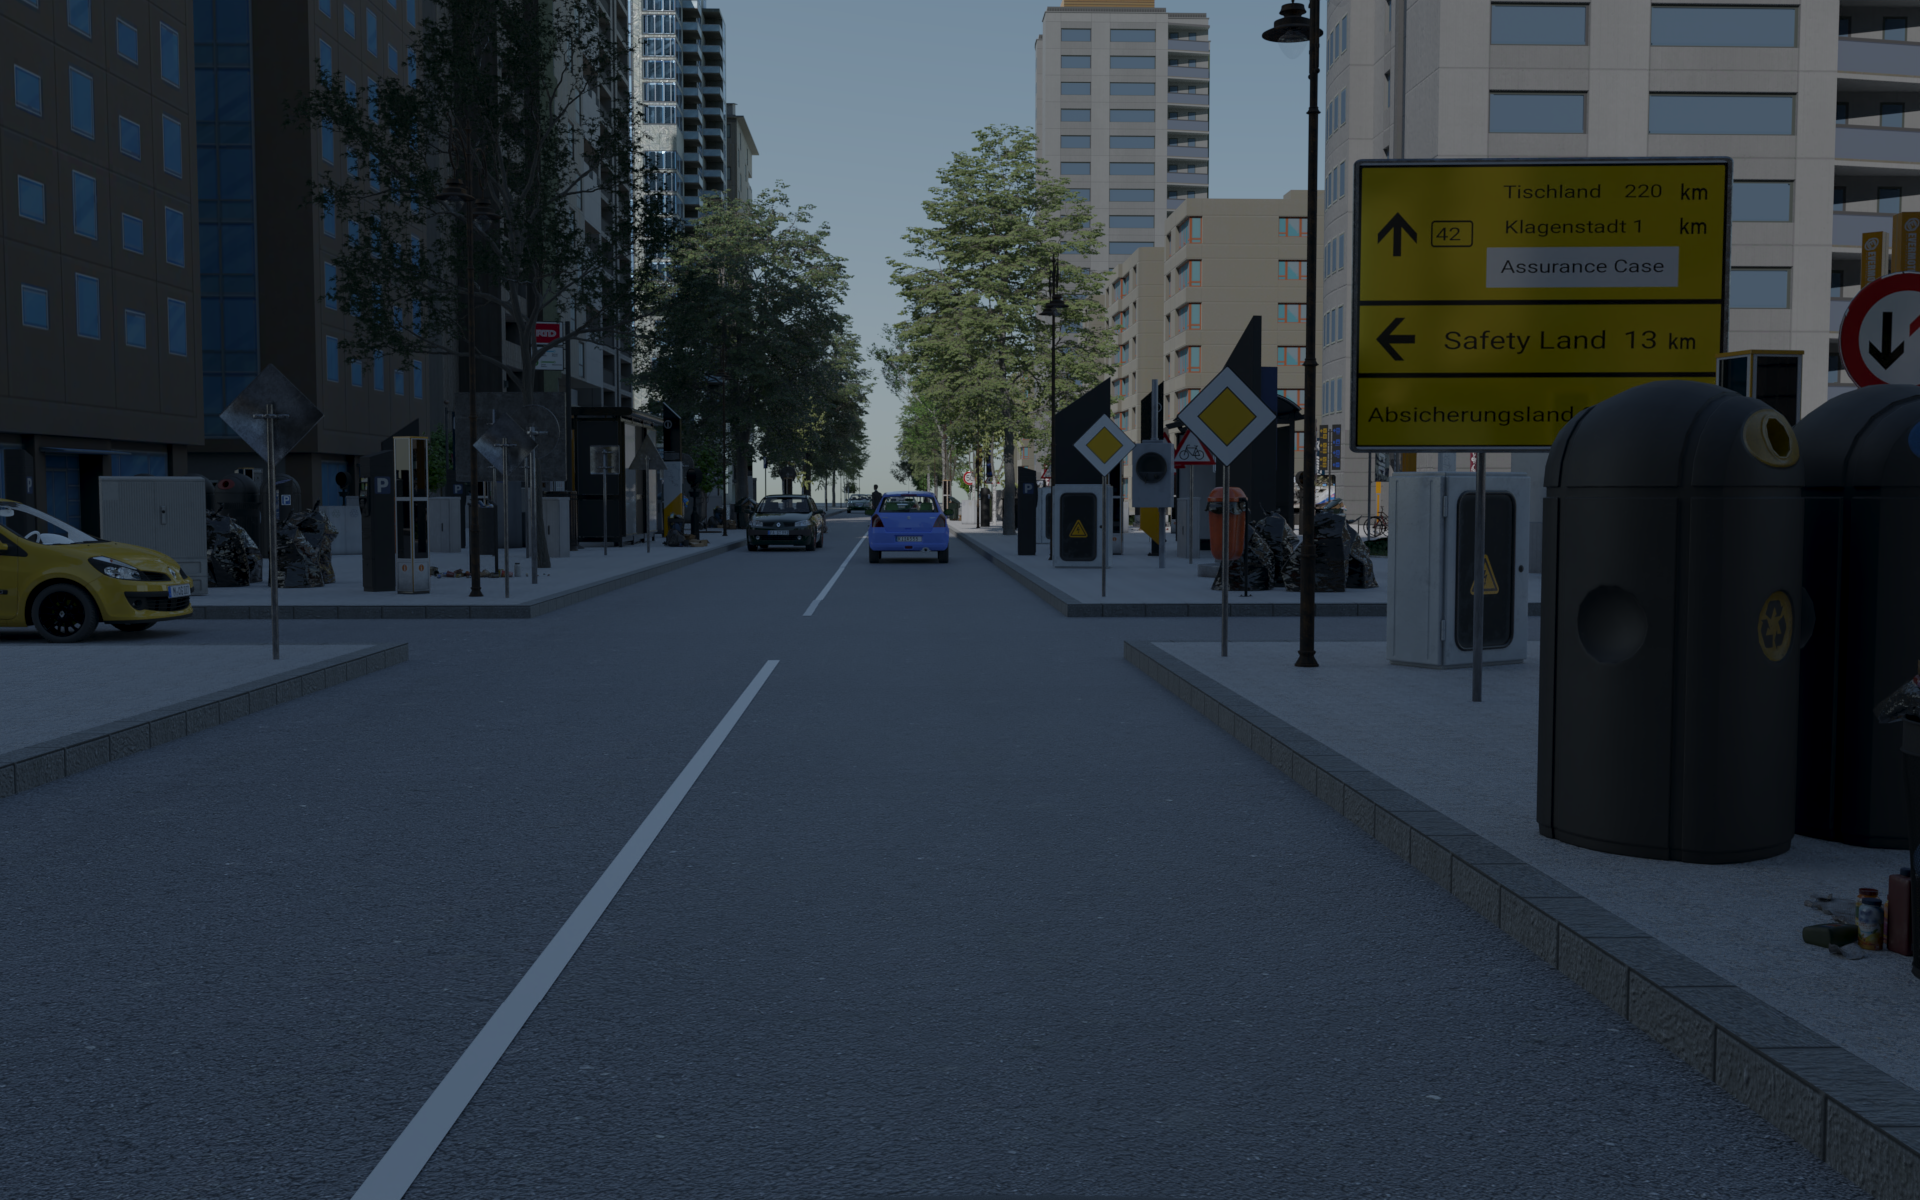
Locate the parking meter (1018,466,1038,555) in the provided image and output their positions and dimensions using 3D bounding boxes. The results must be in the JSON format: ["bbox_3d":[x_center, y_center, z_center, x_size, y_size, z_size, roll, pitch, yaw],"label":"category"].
[{"bbox_3d":[1.418,-1.868,36.253,0.399,1.863,0.255,-1,4,-8],"label":"parking meter"}]

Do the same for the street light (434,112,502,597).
[{"bbox_3d":[-6.058,-2.980,21.506,0.468,5.910,1.993,0,4,-2],"label":"street light"}]

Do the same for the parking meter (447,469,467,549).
[{"bbox_3d":[-11.855,-2.146,40.806,0.399,1.863,0.255,-3,4,-37],"label":"parking meter"}]

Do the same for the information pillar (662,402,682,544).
[{"bbox_3d":[-7.362,-3.238,44.298,0.504,3.616,0.183,1,4,16],"label":"information pillar"}]

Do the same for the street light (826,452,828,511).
[{"bbox_3d":[-9.979,-9.587,129.541,0.468,5.910,1.993,0,4,-2],"label":"street light"}]

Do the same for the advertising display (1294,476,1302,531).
[{"bbox_3d":[11.541,-3.389,60.625,0.123,1.923,0.974,-3,5,-44],"label":"advertising display"}]

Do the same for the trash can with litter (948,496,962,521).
[{"bbox_3d":[-0.063,-4.372,82.869,1.055,1.170,0.624,2,4,32],"label":"trash can with litter"}]

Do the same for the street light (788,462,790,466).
[{"bbox_3d":[-8.370,-6.850,84.793,0.468,5.910,1.993,0,4,-2],"label":"street light"}]

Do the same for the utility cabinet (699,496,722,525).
[{"bbox_3d":[-10.089,-3.586,69.792,1.020,1.237,0.306,0,4,-6],"label":"utility cabinet"}]

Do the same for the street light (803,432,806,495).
[{"bbox_3d":[-8.818,-7.659,98.014,0.468,5.910,1.993,0,4,-2],"label":"street light"}]

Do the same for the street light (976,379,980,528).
[{"bbox_3d":[0.677,-5.621,64.693,0.468,5.910,1.993,0,4,-2],"label":"street light"}]

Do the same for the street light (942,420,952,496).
[{"bbox_3d":[-0.943,-8.400,110.121,0.468,5.910,1.993,0,4,-2],"label":"street light"}]

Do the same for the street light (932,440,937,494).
[{"bbox_3d":[-2.055,-10.309,141.341,0.468,5.910,1.993,0,4,-2],"label":"street light"}]

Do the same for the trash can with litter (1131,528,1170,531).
[{"bbox_3d":[6.894,-3.066,61.191,1.678,1.210,2.233,1,4,21],"label":"trash can with litter"}]

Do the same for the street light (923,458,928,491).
[{"bbox_3d":[-4.055,-13.459,192.839,0.468,5.910,1.993,0,4,-2],"label":"street light"}]

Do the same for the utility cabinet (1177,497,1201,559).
[{"bbox_3d":[4.593,-1.451,34.884,0.306,1.237,1.020,0,4,-3],"label":"utility cabinet"}]

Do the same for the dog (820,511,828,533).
[{"bbox_3d":[-5.121,-2.860,63.595,0.513,0.831,0.800,2,4,30],"label":"dog"}]

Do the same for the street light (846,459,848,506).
[{"bbox_3d":[-11.862,-12.743,181.138,0.468,5.910,1.993,0,4,-2],"label":"street light"}]

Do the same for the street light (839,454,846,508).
[{"bbox_3d":[-11.063,-11.505,160.893,0.468,5.910,1.993,0,4,-2],"label":"street light"}]

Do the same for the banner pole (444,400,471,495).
[{"bbox_3d":[-13.424,-3.429,46.077,0.863,3.779,0.401,1,4,12],"label":"banner pole"}]

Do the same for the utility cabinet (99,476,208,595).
[{"bbox_3d":[-10.060,-0.791,21.620,1.173,1.500,0.318,-2,4,-32],"label":"utility cabinet"}]

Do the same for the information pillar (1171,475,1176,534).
[{"bbox_3d":[7.030,-3.164,56.223,0.304,2.012,0.304,2,4,26],"label":"information pillar"}]

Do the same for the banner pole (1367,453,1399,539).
[{"bbox_3d":[10.496,-3.277,43.597,0.863,3.779,0.401,-2,4,-27],"label":"banner pole"}]

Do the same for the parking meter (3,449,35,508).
[{"bbox_3d":[-12.320,-1.040,22.713,0.255,1.863,0.399,-1,4,-11],"label":"parking meter"}]

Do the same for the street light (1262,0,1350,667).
[{"bbox_3d":[2.583,-2.443,12.724,0.468,5.910,1.993,0,4,-2],"label":"street light"}]

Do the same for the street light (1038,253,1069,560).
[{"bbox_3d":[1.803,-3.712,33.474,0.468,5.910,1.993,0,4,-2],"label":"street light"}]

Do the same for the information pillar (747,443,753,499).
[{"bbox_3d":[-9.632,-5.341,78.674,0.504,3.616,0.183,0,4,-5],"label":"information pillar"}]

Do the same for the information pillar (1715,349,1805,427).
[{"bbox_3d":[4.123,-0.276,8.997,0.304,2.012,0.304,-1,4,-11],"label":"information pillar"}]

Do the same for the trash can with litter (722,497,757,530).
[{"bbox_3d":[-8.030,-3.133,62.618,0.624,1.170,1.055,3,5,44],"label":"trash can with litter"}]

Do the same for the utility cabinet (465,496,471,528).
[{"bbox_3d":[-18.720,-3.298,65.086,1.020,1.237,0.306,-2,4,-24],"label":"utility cabinet"}]

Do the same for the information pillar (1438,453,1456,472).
[{"bbox_3d":[7.621,-2.188,27.122,0.183,3.616,0.504,3,5,41],"label":"information pillar"}]

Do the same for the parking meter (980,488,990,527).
[{"bbox_3d":[0.987,-3.629,67.749,0.372,1.533,0.369,0,3,0],"label":"parking meter"}]

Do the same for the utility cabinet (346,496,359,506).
[{"bbox_3d":[-18.568,-2.617,53.945,1.020,1.237,0.306,1,4,11],"label":"utility cabinet"}]

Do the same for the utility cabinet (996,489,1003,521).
[{"bbox_3d":[2.160,-4.469,81.754,0.318,1.500,1.173,-2,4,-31],"label":"utility cabinet"}]

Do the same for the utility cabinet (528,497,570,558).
[{"bbox_3d":[-8.401,-1.476,35.288,1.020,1.237,0.306,3,4,37],"label":"utility cabinet"}]

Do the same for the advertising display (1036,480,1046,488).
[{"bbox_3d":[4.189,-5.078,88.242,0.123,1.923,0.974,1,4,22],"label":"advertising display"}]

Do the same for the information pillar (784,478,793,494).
[{"bbox_3d":[-7.767,-4.518,78.358,0.304,2.012,0.304,-2,4,-32],"label":"information pillar"}]

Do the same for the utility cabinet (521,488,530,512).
[{"bbox_3d":[-15.332,-3.157,60.294,1.173,1.500,0.318,3,5,39],"label":"utility cabinet"}]

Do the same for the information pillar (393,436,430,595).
[{"bbox_3d":[-7.029,-1.084,22.220,0.304,2.012,0.304,2,4,28],"label":"information pillar"}]

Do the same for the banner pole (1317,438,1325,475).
[{"bbox_3d":[13.886,-4.754,67.743,0.863,3.779,0.401,2,4,27],"label":"banner pole"}]

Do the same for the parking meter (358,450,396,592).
[{"bbox_3d":[-7.674,-1.046,22.806,0.255,1.863,0.399,3,5,42],"label":"parking meter"}]

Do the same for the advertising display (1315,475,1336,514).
[{"bbox_3d":[11.928,-3.179,57.195,0.974,1.923,0.123,-1,4,-12],"label":"advertising display"}]

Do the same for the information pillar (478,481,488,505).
[{"bbox_3d":[-10.314,-2.000,37.198,0.304,2.012,0.304,0,4,-3],"label":"information pillar"}]

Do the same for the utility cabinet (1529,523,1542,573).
[{"bbox_3d":[9.630,-1.022,27.864,0.306,1.237,1.020,-3,4,-38],"label":"utility cabinet"}]

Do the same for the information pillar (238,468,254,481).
[{"bbox_3d":[-19.999,-2.695,48.561,0.304,2.012,0.304,3,4,37],"label":"information pillar"}]

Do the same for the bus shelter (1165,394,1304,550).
[{"bbox_3d":[5.792,-2.627,36.872,2.014,3.302,5.546,0,4,-2],"label":"bus shelter"}]

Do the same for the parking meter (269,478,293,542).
[{"bbox_3d":[-10.930,-1.192,27.898,0.372,1.533,0.369,0,3,0],"label":"parking meter"}]

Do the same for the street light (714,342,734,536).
[{"bbox_3d":[-7.179,-4.889,52.726,0.468,5.910,1.993,0,4,-2],"label":"street light"}]

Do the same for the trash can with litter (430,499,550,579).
[{"bbox_3d":[-7.674,-0.977,27.038,2.233,1.210,1.678,2,4,25],"label":"trash can with litter"}]

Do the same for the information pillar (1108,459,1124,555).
[{"bbox_3d":[3.278,-1.956,36.475,0.304,2.012,0.304,1,4,13],"label":"information pillar"}]

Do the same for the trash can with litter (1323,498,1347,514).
[{"bbox_3d":[10.900,-2.449,51.433,1.055,1.170,0.624,-1,4,-16],"label":"trash can with litter"}]

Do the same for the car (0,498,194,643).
[{"bbox_3d":[-9.828,-0.436,17.355,3.980,1.641,2.015,0,4,-2],"label":"car"}]

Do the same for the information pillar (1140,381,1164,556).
[{"bbox_3d":[3.979,-2.718,35.799,0.504,3.616,0.183,0,4,3],"label":"information pillar"}]

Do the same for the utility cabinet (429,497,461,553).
[{"bbox_3d":[-11.398,-1.656,38.245,0.306,1.237,1.020,-3,5,-43],"label":"utility cabinet"}]

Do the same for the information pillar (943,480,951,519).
[{"bbox_3d":[-0.703,-5.290,90.979,0.304,2.012,0.304,2,4,32],"label":"information pillar"}]
